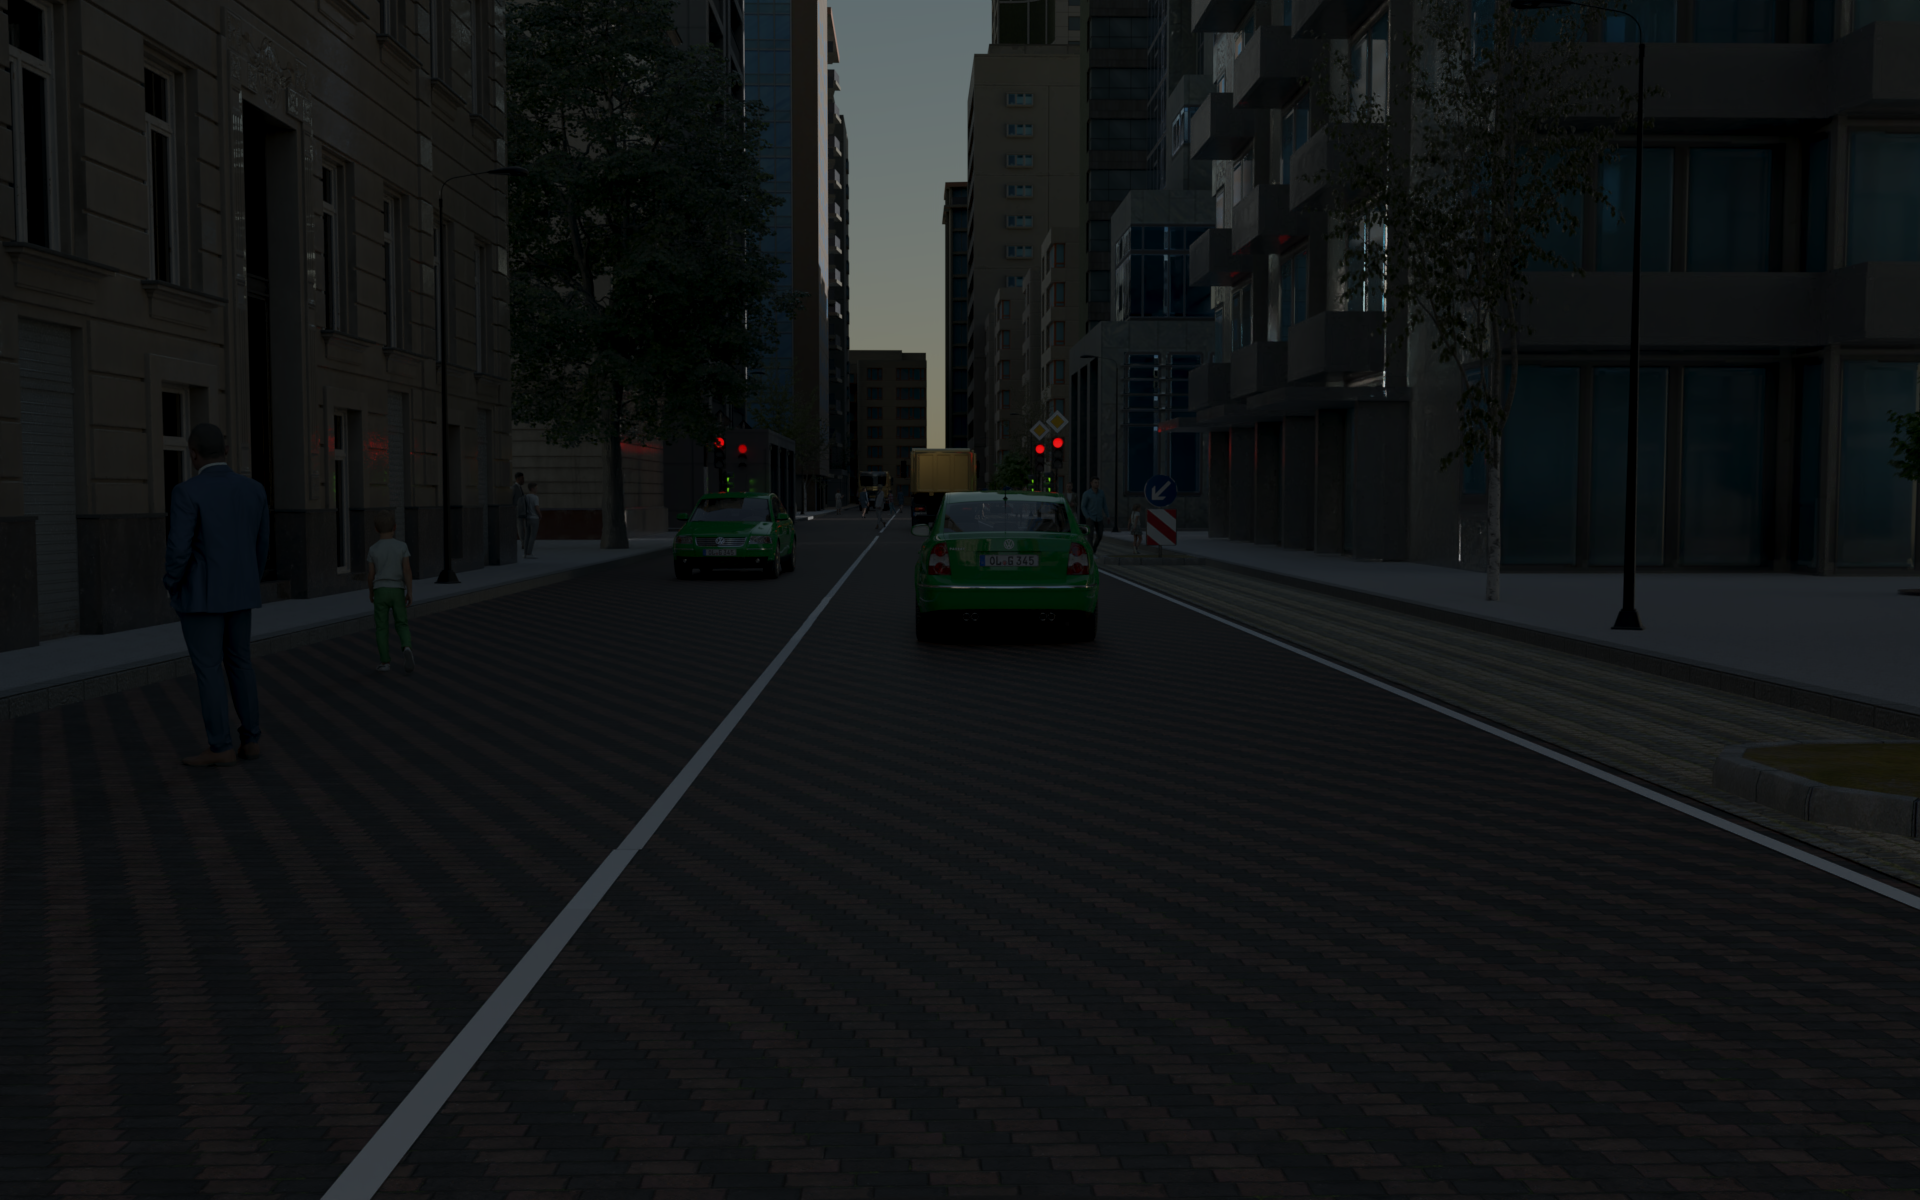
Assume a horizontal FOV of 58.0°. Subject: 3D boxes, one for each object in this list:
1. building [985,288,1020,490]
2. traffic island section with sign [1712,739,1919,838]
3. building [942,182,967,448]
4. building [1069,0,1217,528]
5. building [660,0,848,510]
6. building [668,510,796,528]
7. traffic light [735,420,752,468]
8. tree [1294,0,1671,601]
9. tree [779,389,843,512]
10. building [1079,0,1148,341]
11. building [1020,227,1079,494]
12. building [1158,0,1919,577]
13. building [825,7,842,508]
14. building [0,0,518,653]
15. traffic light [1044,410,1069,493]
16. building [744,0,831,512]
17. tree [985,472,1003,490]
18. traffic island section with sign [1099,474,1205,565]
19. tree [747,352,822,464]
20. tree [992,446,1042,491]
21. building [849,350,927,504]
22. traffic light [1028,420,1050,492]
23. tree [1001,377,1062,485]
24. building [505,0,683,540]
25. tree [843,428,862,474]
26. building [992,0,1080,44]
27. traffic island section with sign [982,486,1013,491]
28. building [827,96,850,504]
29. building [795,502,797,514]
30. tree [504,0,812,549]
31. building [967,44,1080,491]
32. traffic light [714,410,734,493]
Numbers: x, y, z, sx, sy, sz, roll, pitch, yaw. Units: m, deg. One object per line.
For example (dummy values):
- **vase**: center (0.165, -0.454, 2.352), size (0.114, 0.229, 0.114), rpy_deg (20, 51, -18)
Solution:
- **building**: center (16.720, -19.264, 160.009), size (27.650, 21.520, 28.899), rpy_deg (0, 4, -2)
- **traffic island section with sign**: center (4.666, 0.040, 7.975), size (1.989, 1.847, 2.006), rpy_deg (0, 4, -2)
- **building**: center (10.489, -35.494, 234.953), size (28.867, 44.769, 22.147), rpy_deg (0, 4, -2)
- **building**: center (20.429, -46.551, 73.783), size (31.000, 86.520, 22.319), rpy_deg (0, 4, -2)
- **building**: center (-22.094, -45.269, 178.397), size (20.563, 71.187, 20.611), rpy_deg (0, 4, -2)
- **building**: center (-17.676, -38.831, 73.138), size (20.563, 71.187, 20.611), rpy_deg (0, 4, -2)
- **traffic light**: center (-8.159, -4.681, 65.457), size (0.839, 4.253, 0.868), rpy_deg (0, 4, -2)
- **tree**: center (6.182, -4.299, 20.645), size (4.360, 8.622, 3.978), rpy_deg (0, 3, 0)
- **tree**: center (-10.729, -10.419, 120.708), size (4.360, 8.622, 3.978), rpy_deg (0, 3, 0)
- **building**: center (13.298, -19.735, 94.363), size (14.160, 30.474, 14.107), rpy_deg (0, 4, -2)
- **building**: center (19.311, -17.255, 127.154), size (27.650, 21.520, 28.899), rpy_deg (0, 4, -2)
- **building**: center (17.710, -25.689, 39.618), size (23.786, 49.044, 30.456), rpy_deg (0, 4, -2)
- **building**: center (-21.946, -30.574, 154.505), size (22.147, 44.769, 28.867), rpy_deg (0, 4, -2)
- **building**: center (-13.565, -13.579, 19.277), size (12.463, 27.353, 25.104), rpy_deg (0, 4, -2)
- **traffic light**: center (3.221, -4.213, 57.802), size (0.839, 4.253, 0.868), rpy_deg (0, 4, -2)
- **building**: center (-17.261, -29.428, 131.252), size (14.600, 45.320, 14.200), rpy_deg (0, 4, -2)
- **tree**: center (2.996, -9.086, 143.159), size (1.663, 3.219, 1.824), rpy_deg (0, 3, 0)
- **traffic island section with sign**: center (3.897, -1.641, 35.458), size (1.989, 1.847, 2.006), rpy_deg (0, 4, -2)
- **tree**: center (-9.395, -8.584, 90.709), size (4.737, 8.622, 4.395), rpy_deg (0, 3, 0)
- **tree**: center (3.882, -8.067, 115.603), size (4.285, 4.588, 4.351), rpy_deg (0, 3, 0)
- **building**: center (-19.094, -23.987, 237.224), size (28.899, 21.520, 27.650), rpy_deg (0, 4, -2)
- **traffic light**: center (2.997, -4.701, 65.784), size (0.839, 4.253, 0.868), rpy_deg (0, 4, -2)
- **tree**: center (4.642, -9.642, 108.011), size (4.360, 8.622, 3.978), rpy_deg (0, 3, 0)
- **building**: center (-18.692, -11.483, 52.375), size (19.286, 19.102, 10.561), rpy_deg (0, 4, -2)
- **tree**: center (-13.163, -14.861, 193.347), size (4.360, 8.622, 3.978), rpy_deg (0, 3, 0)
- **building**: center (12.173, -46.912, 205.264), size (20.563, 71.187, 20.611), rpy_deg (0, 4, -2)
- **traffic island section with sign**: center (2.348, -5.033, 90.919), size (1.989, 1.847, 2.006), rpy_deg (0, 4, -2)
- **building**: center (-24.059, -35.569, 205.252), size (21.600, 48.544, 21.300), rpy_deg (0, 4, -2)
- **building**: center (-26.541, -25.212, 104.093), size (32.217, 40.220, 23.993), rpy_deg (0, 4, -2)
- **tree**: center (-8.049, -8.172, 40.269), size (9.857, 13.997, 8.962), rpy_deg (0, 3, 0)
- **building**: center (11.763, -34.285, 184.257), size (21.300, 48.544, 21.600), rpy_deg (0, 4, -2)
- **traffic light**: center (-7.936, -4.193, 57.475), size (0.839, 4.253, 0.868), rpy_deg (0, 4, -2)
